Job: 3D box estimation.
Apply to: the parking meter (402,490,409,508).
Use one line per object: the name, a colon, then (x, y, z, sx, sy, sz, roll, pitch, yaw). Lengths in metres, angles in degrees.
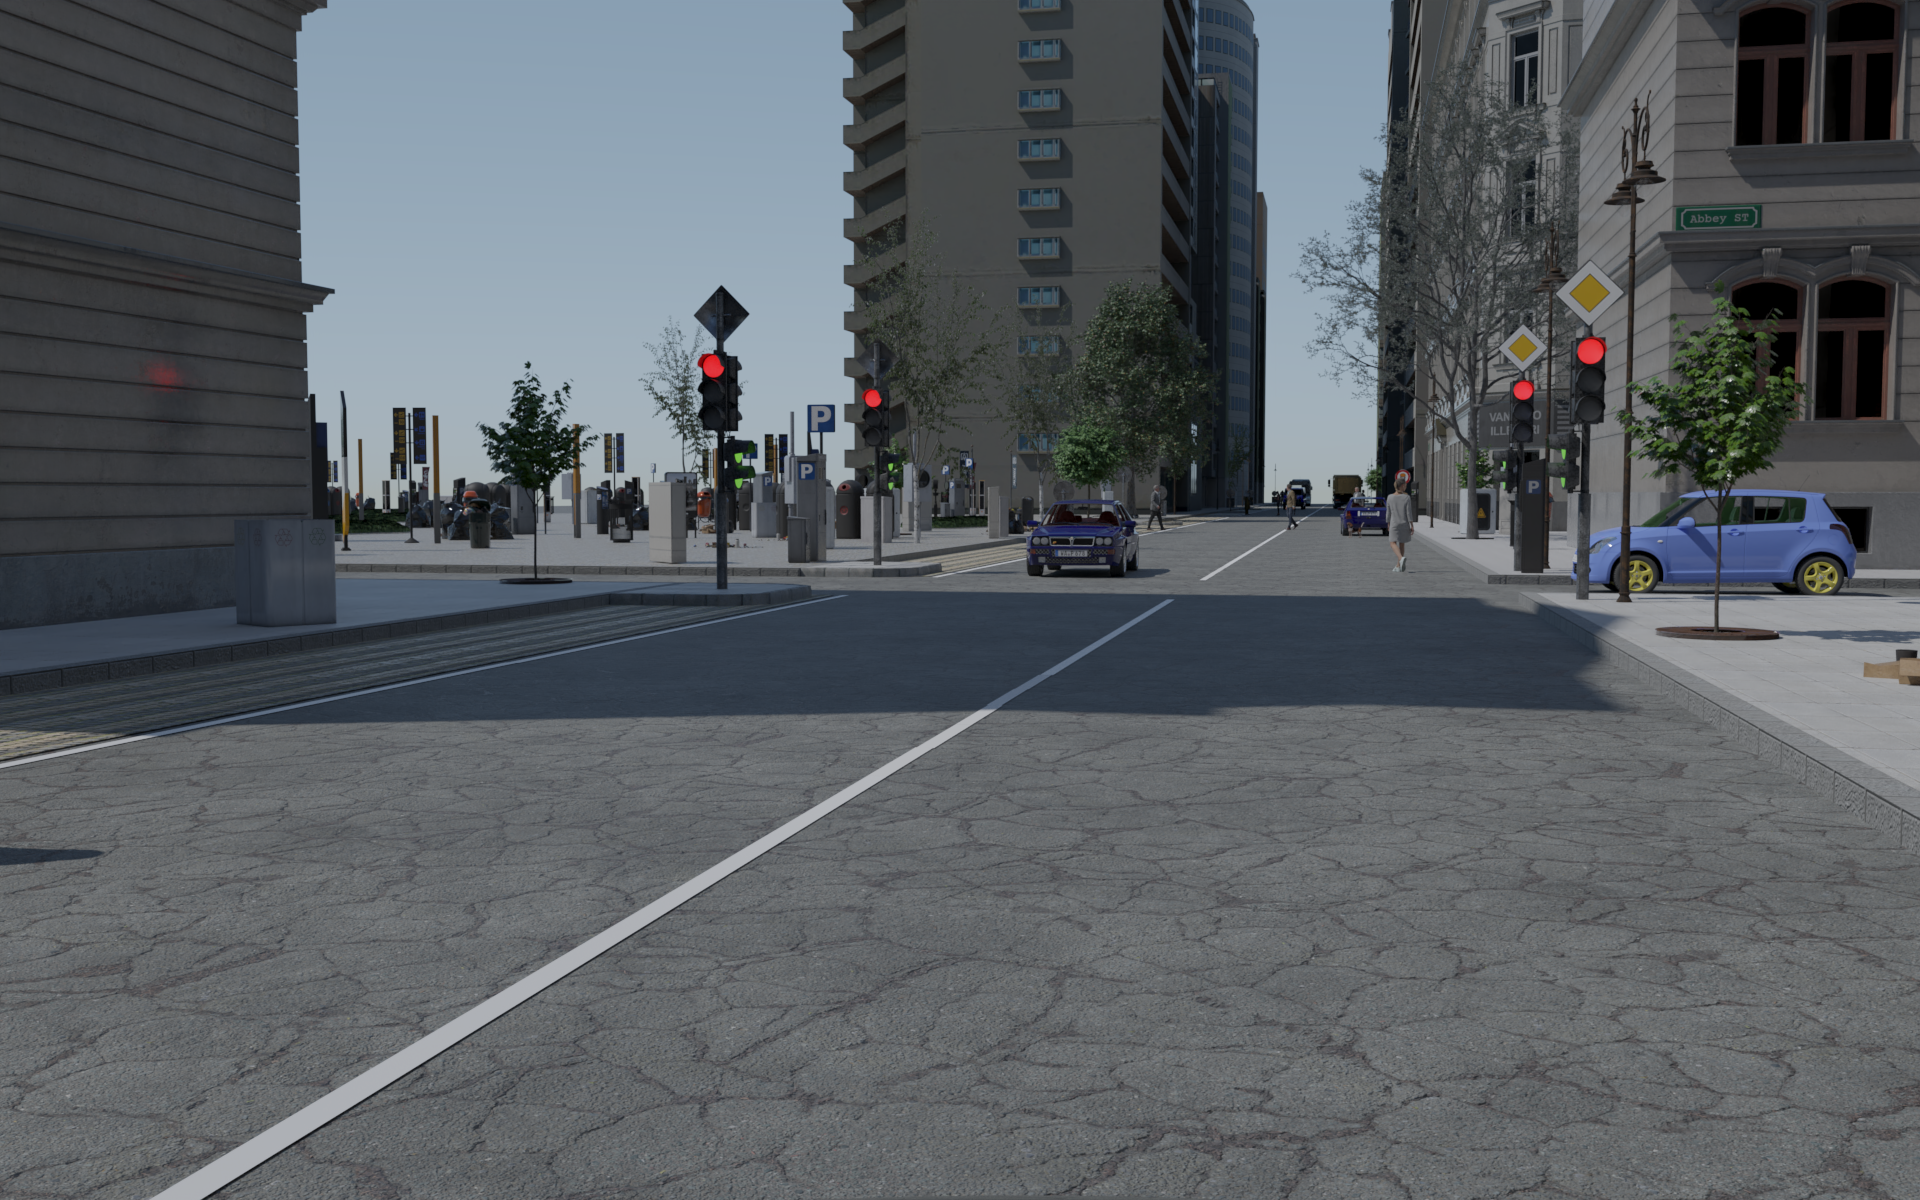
parking meter: (-33.876, -5.959, 105.845, 0.372, 1.533, 0.369, 0, 3, 0)

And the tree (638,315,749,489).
tree: (-11.205, -7.444, 72.076, 4.360, 8.622, 3.978, 0, 3, 0)

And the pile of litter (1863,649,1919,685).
pile of litter: (6.869, 0.144, 11.613, 1.176, 0.858, 1.719, 0, 4, -2)

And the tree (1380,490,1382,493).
tree: (47.257, -12.130, 192.924, 1.663, 3.219, 1.824, 0, 3, 0)

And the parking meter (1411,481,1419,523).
parking meter: (20.532, -4.434, 78.203, 0.255, 1.863, 0.399, 2, 4, 34)

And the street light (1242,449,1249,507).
street light: (29.190, -12.589, 178.616, 0.468, 5.910, 1.993, 1, 4, 12)

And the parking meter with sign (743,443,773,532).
parking meter with sign: (-6.674, -3.807, 58.507, 0.543, 3.016, 1.738, -3, 4, -36)

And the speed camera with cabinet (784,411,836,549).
speed camera with cabinet: (-3.566, -2.852, 40.973, 0.660, 3.252, 2.038, -2, 4, -24)

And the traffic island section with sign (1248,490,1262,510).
traffic island section with sign: (26.051, -8.968, 155.256, 1.989, 1.847, 2.006, 1, 4, 12)

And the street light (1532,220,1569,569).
street light: (10.051, -3.473, 29.564, 0.468, 5.910, 1.993, 1, 4, 12)

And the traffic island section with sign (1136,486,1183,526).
traffic island section with sign: (9.172, -4.321, 79.279, 1.989, 1.847, 2.006, 1, 4, 12)

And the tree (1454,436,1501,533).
tree: (17.238, -3.846, 57.488, 1.663, 3.219, 1.824, 0, 3, 0)

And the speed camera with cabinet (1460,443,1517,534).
speed camera with cabinet: (17.066, -3.732, 55.346, 2.038, 3.252, 0.660, -1, 4, -9)

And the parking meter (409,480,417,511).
parking meter: (-23.062, -4.116, 73.004, 0.255, 1.863, 0.399, -2, 4, -28)

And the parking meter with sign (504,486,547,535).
parking meter with sign: (-13.899, -3.592, 54.991, 0.543, 3.016, 1.738, 3, 5, 44)

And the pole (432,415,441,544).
pole: (-13.562, -3.120, 44.853, 0.158, 3.312, 0.155, 0, 3, 0)

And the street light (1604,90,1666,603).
street light: (7.880, -2.910, 20.368, 0.468, 5.910, 1.993, 1, 4, 12)

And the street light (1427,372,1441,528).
street light: (17.926, -5.679, 65.634, 0.468, 5.910, 1.993, 1, 4, 12)

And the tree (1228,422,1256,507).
tree: (27.677, -13.717, 174.635, 4.737, 8.622, 4.395, 0, 3, 0)

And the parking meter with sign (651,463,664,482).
parking meter with sign: (-16.698, -6.268, 98.744, 1.738, 3.016, 0.543, -2, 4, -33)

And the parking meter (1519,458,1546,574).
parking meter: (9.265, -1.367, 28.066, 0.399, 1.863, 0.255, 1, 4, 16)

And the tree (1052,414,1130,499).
tree: (5.294, -5.348, 71.157, 4.285, 4.588, 4.351, 0, 3, 0)

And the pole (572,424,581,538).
pole: (-11.129, -3.452, 50.287, 0.158, 3.312, 0.155, 0, 3, 0)

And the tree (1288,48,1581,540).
tree: (14.406, -8.464, 48.763, 12.009, 13.543, 11.850, 0, 3, 0)

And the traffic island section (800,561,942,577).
traffic island section: (-1.507, -0.549, 31.253, 2.009, 0.180, 2.903, 1, 4, 12)

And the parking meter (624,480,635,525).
parking meter: (-13.749, -4.061, 72.115, 0.399, 1.863, 0.255, 0, 4, -4)

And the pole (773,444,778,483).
pole: (-7.579, -4.730, 71.175, 0.158, 3.312, 0.155, 0, 3, 0)

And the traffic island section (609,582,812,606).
traffic island section: (-3.239, -0.072, 23.457, 2.009, 0.180, 2.903, 1, 4, 12)

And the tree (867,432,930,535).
tree: (-2.153, -3.652, 54.304, 1.663, 3.219, 1.824, 0, 3, 0)

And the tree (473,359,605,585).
tree: (-6.261, -1.861, 25.026, 1.663, 3.219, 1.824, 0, 3, 0)

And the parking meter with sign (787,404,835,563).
parking meter with sign: (-2.848, -2.241, 32.904, 0.543, 3.016, 1.738, 1, 4, 11)

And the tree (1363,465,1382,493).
tree: (45.661, -12.589, 189.540, 4.285, 4.588, 4.351, 0, 3, 0)

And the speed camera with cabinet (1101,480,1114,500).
speed camera with cabinet: (8.924, -6.757, 104.811, 0.660, 3.252, 2.038, 0, 4, -1)

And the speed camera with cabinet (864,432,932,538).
speed camera with cabinet: (-1.853, -3.474, 51.135, 2.038, 3.252, 0.660, -2, 4, -30)

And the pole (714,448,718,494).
pole: (-10.756, -5.054, 76.482, 0.158, 3.312, 0.155, 0, 3, 0)

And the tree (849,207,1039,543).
tree: (-0.966, -5.764, 44.599, 4.360, 8.622, 3.978, 0, 3, 0)

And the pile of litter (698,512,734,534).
pile of litter: (-7.996, -2.593, 56.354, 1.176, 0.858, 1.719, 2, 4, 30)

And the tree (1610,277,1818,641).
tree: (6.711, -1.285, 15.608, 1.663, 3.219, 1.824, 0, 3, 0)

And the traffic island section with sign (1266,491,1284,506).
traffic island section with sign: (38.049, -12.270, 209.233, 1.989, 1.847, 2.006, 1, 4, 12)

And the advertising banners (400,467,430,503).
advertising banners: (-34.654, -6.964, 110.050, 2.074, 3.025, 0.090, -3, 4, -39)

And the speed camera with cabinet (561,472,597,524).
speed camera with cabinet: (-16.284, -4.899, 74.439, 0.660, 3.252, 2.038, 2, 4, 24)

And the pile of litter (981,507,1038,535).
pile of litter: (1.362, -2.532, 55.357, 1.719, 0.858, 1.176, -2, 4, -32)

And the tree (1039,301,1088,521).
tree: (2.809, -6.887, 62.957, 4.360, 8.622, 3.978, 0, 3, 0)

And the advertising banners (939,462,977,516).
advertising banners: (-0.112, -6.094, 95.828, 2.074, 3.025, 0.090, 0, 4, -7)

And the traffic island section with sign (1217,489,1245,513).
traffic island section with sign: (20.195, -7.354, 128.861, 1.989, 1.847, 2.006, 1, 4, 12)

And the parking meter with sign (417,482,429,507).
parking meter with sign: (-35.060, -7.143, 113.041, 1.738, 3.016, 0.543, -2, 4, -23)

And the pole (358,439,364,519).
pole: (-22.101, -4.284, 63.889, 0.158, 3.312, 0.155, 0, 3, 0)

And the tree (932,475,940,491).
tree: (-2.149, -6.042, 93.386, 1.663, 3.219, 1.824, 0, 3, 0)

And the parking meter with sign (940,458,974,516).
parking meter with sign: (-0.161, -5.371, 84.070, 1.738, 3.016, 0.543, -3, 5, -40)

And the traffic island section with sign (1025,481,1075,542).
traffic island section with sign: (3.097, -2.649, 51.946, 1.989, 1.847, 2.006, 1, 4, 12)

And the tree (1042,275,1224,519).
tree: (9.060, -10.626, 90.735, 9.611, 12.733, 9.660, 0, 3, 0)
